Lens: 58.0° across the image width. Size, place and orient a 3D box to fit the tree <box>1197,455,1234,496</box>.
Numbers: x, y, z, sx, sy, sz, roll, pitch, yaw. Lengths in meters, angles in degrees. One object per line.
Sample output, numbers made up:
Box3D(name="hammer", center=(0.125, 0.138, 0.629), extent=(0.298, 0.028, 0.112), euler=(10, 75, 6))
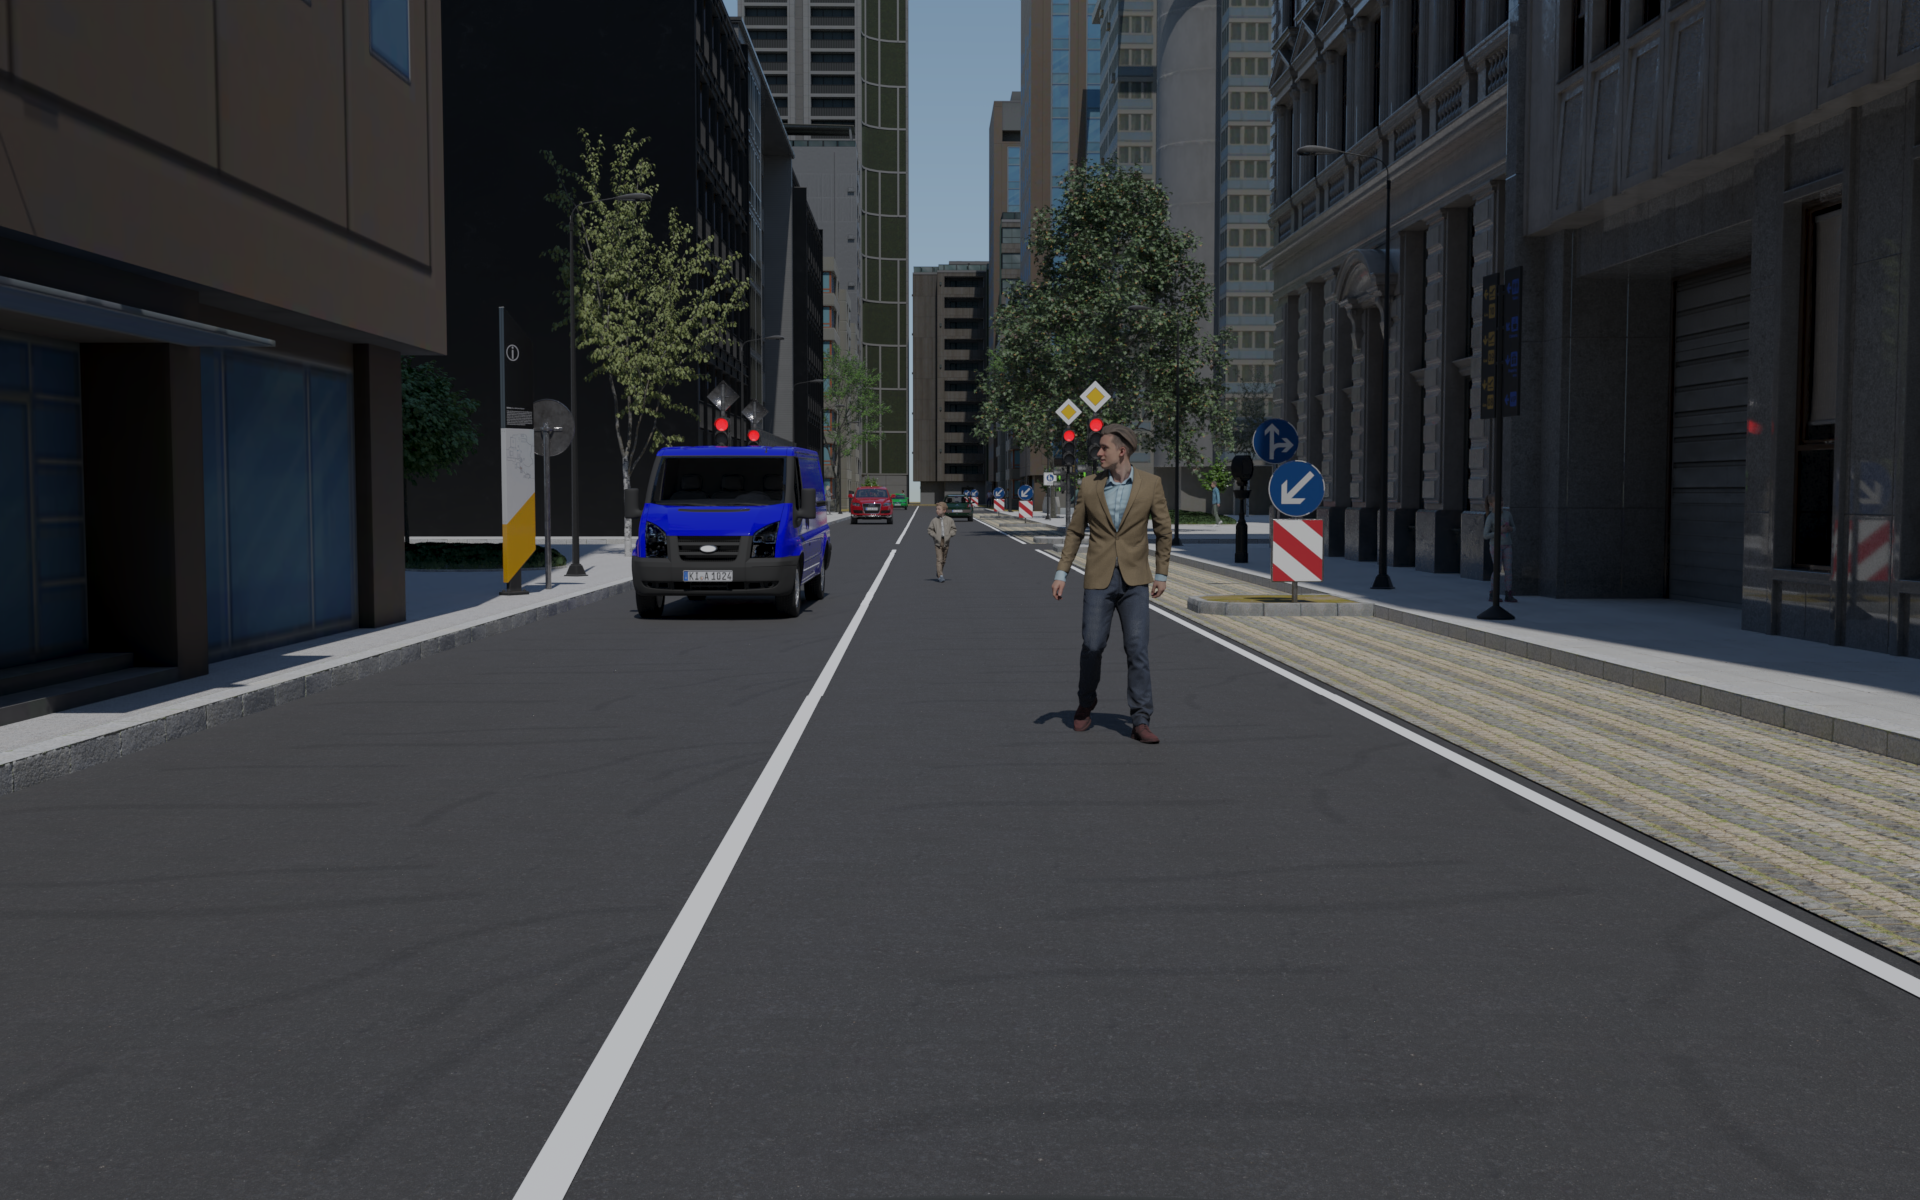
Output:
Box3D(name="tree", center=(11.688, -5.151, 78.819), extent=(1.663, 3.219, 1.824), euler=(0, 3, 0))

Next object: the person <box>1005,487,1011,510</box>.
Box3D(name="person", center=(3.907, -8.205, 140.283), extent=(0.705, 1.814, 1.350), euler=(-1, 4, -12))

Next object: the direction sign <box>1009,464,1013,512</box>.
Box3D(name="direction sign", center=(3.584, -7.906, 121.255), extent=(0.379, 3.537, 0.876), euler=(0, 4, 2))

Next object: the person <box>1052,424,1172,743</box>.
Box3D(name="person", center=(0.888, -0.110, 10.207), extent=(0.656, 1.842, 0.836), euler=(-1, 4, -22))

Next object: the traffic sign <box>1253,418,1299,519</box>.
Box3D(name="traffic sign", center=(5.327, -1.785, 29.290), extent=(0.768, 2.556, 0.104), euler=(0, 4, 8))

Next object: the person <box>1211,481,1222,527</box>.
Box3D(name="person", center=(10.087, -3.772, 68.056), extent=(0.444, 1.785, 0.601), euler=(1, 4, 15))

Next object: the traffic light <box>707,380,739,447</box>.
Box3D(name="traffic light", center=(-5.830, -3.296, 42.805), extent=(0.839, 4.253, 0.868), euler=(0, 4, -1))

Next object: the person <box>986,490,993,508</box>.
Box3D(name="person", center=(2.746, -9.558, 163.260), extent=(0.436, 1.711, 0.756), euler=(-3, 4, -37))

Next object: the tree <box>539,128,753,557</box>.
Box3D(name="tree", center=(-6.643, -5.185, 35.132), extent=(4.737, 8.622, 4.395), euler=(0, 3, 0))

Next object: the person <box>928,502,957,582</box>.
Box3D(name="person", center=(-0.284, -0.949, 28.285), extent=(0.475, 1.303, 0.640), euler=(-1, 4, -17))

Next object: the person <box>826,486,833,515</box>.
Box3D(name="person", center=(-8.056, -6.147, 106.733), extent=(0.526, 1.800, 0.537), euler=(0, 4, 7))

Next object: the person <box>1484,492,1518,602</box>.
Box3D(name="person", center=(6.444, -0.627, 20.569), extent=(0.425, 1.301, 0.394), euler=(-2, 4, -32))

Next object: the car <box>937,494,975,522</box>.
Box3D(name="car", center=(-0.185, -4.988, 91.333), extent=(2.009, 1.686, 4.222), euler=(0, 4, -1))

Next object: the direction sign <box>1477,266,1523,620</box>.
Box3D(name="direction sign", center=(5.509, -1.572, 17.696), extent=(0.379, 3.537, 0.876), euler=(0, 4, -7))

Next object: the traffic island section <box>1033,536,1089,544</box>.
Box3D(name="traffic island section", center=(3.209, -1.763, 51.103), extent=(2.009, 0.180, 2.903), euler=(0, 4, -1))

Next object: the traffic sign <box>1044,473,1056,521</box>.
Box3D(name="traffic sign", center=(4.329, -4.959, 83.206), extent=(0.606, 2.300, 0.079), euler=(0, 4, 6))

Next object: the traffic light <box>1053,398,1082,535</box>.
Box3D(name="traffic light", center=(3.168, -3.796, 50.988), extent=(0.839, 4.253, 0.868), euler=(0, 4, -1))

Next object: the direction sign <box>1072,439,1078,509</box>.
Box3D(name="direction sign", center=(4.585, -4.717, 69.128), extent=(0.379, 3.537, 0.876), euler=(1, 4, 19))

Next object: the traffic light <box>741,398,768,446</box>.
Box3D(name="traffic light", center=(-5.991, -3.784, 50.788), extent=(0.839, 4.253, 0.868), euler=(0, 4, -1))

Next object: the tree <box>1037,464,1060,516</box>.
Box3D(name="tree", center=(5.100, -6.403, 99.286), extent=(1.663, 3.219, 1.824), euler=(0, 3, 0))

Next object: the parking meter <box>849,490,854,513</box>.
Box3D(name="parking meter", center=(-7.407, -6.719, 118.270), extent=(0.372, 1.533, 0.369), euler=(0, 3, 0))

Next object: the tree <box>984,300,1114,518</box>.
Box3D(name="tree", center=(4.786, -10.141, 91.559), extent=(9.928, 11.665, 9.643), euler=(0, 3, 0))

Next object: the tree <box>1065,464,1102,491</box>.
Box3D(name="tree", center=(5.600, -4.984, 76.090), extent=(1.663, 3.219, 1.824), euler=(0, 3, 0))

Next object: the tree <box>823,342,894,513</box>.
Box3D(name="tree", center=(-8.641, -11.872, 119.865), extent=(9.928, 11.665, 9.643), euler=(0, 3, 0))

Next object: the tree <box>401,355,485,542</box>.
Box3D(name="tree", center=(-12.193, -3.317, 37.952), extent=(4.285, 4.588, 4.351), euler=(0, 3, 0))

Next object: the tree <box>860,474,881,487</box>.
Box3D(name="tree", center=(-9.157, -10.792, 171.042), extent=(1.663, 3.219, 1.824), euler=(0, 3, 0))

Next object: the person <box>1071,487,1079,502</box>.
Box3D(name="person", center=(5.426, -4.463, 79.358), extent=(0.721, 1.781, 0.623), euler=(2, 4, 31))

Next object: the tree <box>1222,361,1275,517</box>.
Box3D(name="tree", center=(15.989, -8.935, 96.444), extent=(4.360, 8.622, 3.978), euler=(0, 3, 0))

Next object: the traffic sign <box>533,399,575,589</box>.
Box3D(name="traffic sign", center=(-5.542, -1.415, 23.243), extent=(0.768, 2.556, 0.104), euler=(0, 4, 7))

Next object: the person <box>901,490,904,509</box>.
Box3D(name="person", center=(-5.638, -9.884, 170.109), extent=(0.705, 1.824, 1.348), euler=(0, 4, -4))

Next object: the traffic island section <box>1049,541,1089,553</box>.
Box3D(name="traffic island section", center=(3.370, -1.275, 43.120), extent=(2.009, 0.180, 2.903), euler=(0, 4, -1))

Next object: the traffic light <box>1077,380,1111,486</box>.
Box3D(name="traffic light", center=(3.329, -3.308, 43.005), extent=(0.839, 4.253, 0.868), euler=(0, 4, -1))

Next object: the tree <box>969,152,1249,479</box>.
Box3D(name="tree", center=(4.972, -8.643, 58.323), extent=(9.611, 12.733, 9.660), euler=(0, 3, 0))

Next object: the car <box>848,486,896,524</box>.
Box3D(name="car", center=(-4.240, -4.573, 83.448), extent=(2.281, 1.827, 5.304), euler=(0, 4, -3))
